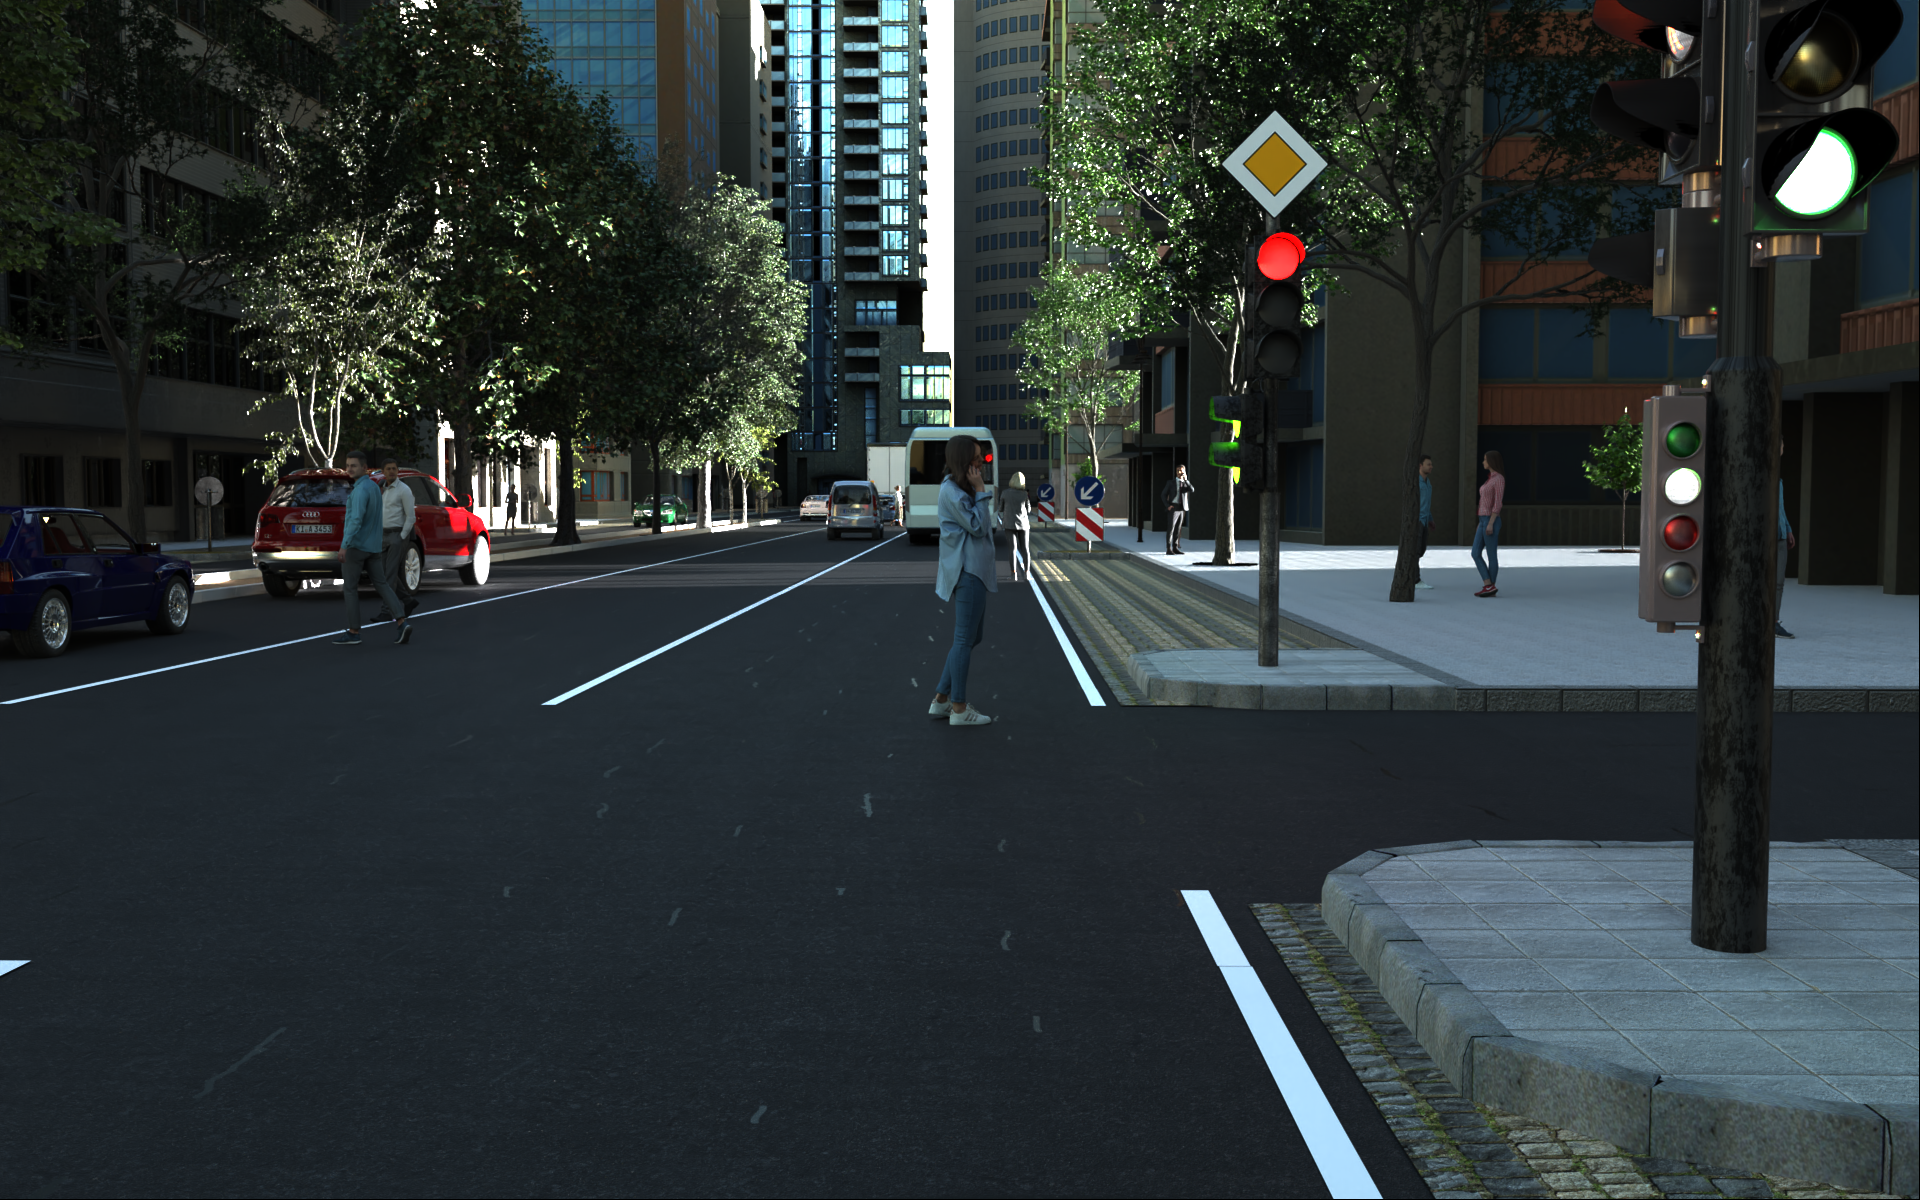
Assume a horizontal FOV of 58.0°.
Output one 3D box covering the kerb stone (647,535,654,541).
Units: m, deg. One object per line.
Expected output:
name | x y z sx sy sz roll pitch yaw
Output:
kerb stone | -9.622 -1.890 53.117 0.120 0.150 1.000 0 4 1

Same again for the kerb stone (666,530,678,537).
kerb stone | -9.557 -2.136 57.213 0.120 0.150 1.000 0 4 1

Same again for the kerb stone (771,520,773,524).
kerb stone | -9.185 -3.711 82.876 0.120 0.150 1.000 0 4 1

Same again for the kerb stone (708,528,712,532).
kerb stone | -9.461 -2.580 64.380 0.120 0.150 1.000 0 4 1

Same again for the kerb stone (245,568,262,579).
kerb stone | -12.093 -0.452 29.580 0.120 0.150 1.000 0 4 1

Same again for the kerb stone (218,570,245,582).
kerb stone | -12.099 -0.389 28.557 0.120 0.150 1.000 0 4 1

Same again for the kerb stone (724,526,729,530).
kerb stone | -9.390 -2.832 68.495 0.120 0.150 1.000 0 4 1

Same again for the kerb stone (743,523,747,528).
kerb stone | -9.309 -3.145 73.612 0.120 0.150 1.000 0 4 1

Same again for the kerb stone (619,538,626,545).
kerb stone | -9.691 -1.641 49.023 0.120 0.150 1.000 0 4 1

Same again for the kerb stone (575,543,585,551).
kerb stone | -9.757 -1.328 43.905 0.120 0.150 1.000 0 4 1

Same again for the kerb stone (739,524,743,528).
kerb stone | -9.330 -3.082 72.585 0.120 0.150 1.000 0 4 1

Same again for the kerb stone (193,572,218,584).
kerb stone | -12.113 -0.327 27.535 0.120 0.150 1.000 0 4 1

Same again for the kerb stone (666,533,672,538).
kerb stone | -9.582 -2.079 56.191 0.120 0.150 1.000 0 4 1

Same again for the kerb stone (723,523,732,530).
kerb stone | -9.381 -2.894 69.518 0.120 0.150 1.000 0 4 1

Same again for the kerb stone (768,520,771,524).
kerb stone | -9.193 -3.649 81.854 0.120 0.150 1.000 0 4 1

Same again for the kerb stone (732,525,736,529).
kerb stone | -9.355 -2.957 70.540 0.120 0.150 1.000 0 4 1

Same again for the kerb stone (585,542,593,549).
kerb stone | -9.752 -1.390 44.928 0.120 0.150 1.000 0 4 1

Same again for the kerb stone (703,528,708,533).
kerb stone | -9.467 -2.517 63.351 0.120 0.150 1.000 0 4 1

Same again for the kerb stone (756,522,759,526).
kerb stone | -9.263 -3.397 77.730 0.120 0.150 1.000 0 4 1

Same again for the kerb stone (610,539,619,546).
kerb stone | -9.697 -1.576 48.001 0.120 0.150 1.000 0 4 1

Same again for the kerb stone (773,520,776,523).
kerb stone | -9.162 -3.773 83.899 0.120 0.150 1.000 0 4 1

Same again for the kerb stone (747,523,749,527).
kerb stone | -9.310 -3.208 74.643 0.120 0.150 1.000 0 4 1

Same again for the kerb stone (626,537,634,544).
kerb stone | -9.667 -1.703 50.045 0.120 0.150 1.000 0 4 1

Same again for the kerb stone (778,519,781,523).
kerb stone | -9.136 -3.893 85.945 0.120 0.150 1.000 0 4 1

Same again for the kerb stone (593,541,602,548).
kerb stone | -9.738 -1.448 45.957 0.120 0.150 1.000 0 4 1

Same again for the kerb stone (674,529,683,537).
kerb stone | -9.545 -2.204 58.235 0.120 0.150 1.000 0 4 1

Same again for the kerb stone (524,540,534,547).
kerb stone | -11.819 -1.516 46.976 0.120 0.150 1.000 0 4 1

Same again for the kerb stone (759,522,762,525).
kerb stone | -9.238 -3.460 78.762 0.120 0.150 1.000 0 4 1

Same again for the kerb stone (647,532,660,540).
kerb stone | -9.616 -1.954 54.139 0.120 0.150 1.000 0 4 1

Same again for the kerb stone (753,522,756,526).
kerb stone | -9.265 -3.334 76.704 0.120 0.150 1.000 0 4 1

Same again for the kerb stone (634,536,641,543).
kerb stone | -9.652 -1.766 51.067 0.120 0.150 1.000 0 4 1

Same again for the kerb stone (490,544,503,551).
kerb stone | -11.859 -1.328 43.909 0.120 0.150 1.000 0 4 1

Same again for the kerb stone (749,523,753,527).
kerb stone | -9.288 -3.270 75.674 0.120 0.150 1.000 0 4 1

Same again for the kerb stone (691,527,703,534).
kerb stone | -9.483 -2.453 62.328 0.120 0.150 1.000 0 4 1

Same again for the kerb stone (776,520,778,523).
kerb stone | -9.145 -3.836 84.921 0.120 0.150 1.000 0 4 1

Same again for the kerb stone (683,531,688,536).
kerb stone | -9.534 -2.264 59.258 0.120 0.150 1.000 0 4 1

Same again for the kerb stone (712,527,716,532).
kerb stone | -9.439 -2.643 65.408 0.120 0.150 1.000 0 4 1

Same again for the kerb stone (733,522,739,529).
kerb stone | -9.350 -3.019 71.562 0.120 0.150 1.000 0 4 1

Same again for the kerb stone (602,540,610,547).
kerb stone | -9.720 -1.515 46.978 0.120 0.150 1.000 0 4 1

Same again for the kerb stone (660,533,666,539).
kerb stone | -9.593 -2.017 55.169 0.120 0.150 1.000 0 4 1

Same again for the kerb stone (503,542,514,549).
kerb stone | -11.844 -1.387 44.931 0.120 0.150 1.000 0 4 1

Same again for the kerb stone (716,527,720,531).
kerb stone | -9.424 -2.704 66.435 0.120 0.150 1.000 0 4 1

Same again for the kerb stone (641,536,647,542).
kerb stone | -9.647 -1.828 52.090 0.120 0.150 1.000 0 4 1

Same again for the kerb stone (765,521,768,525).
kerb stone | -9.214 -3.582 80.823 0.120 0.150 1.000 0 4 1

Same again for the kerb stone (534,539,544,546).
kerb stone | -11.801 -1.579 48.009 0.120 0.150 1.000 0 4 1

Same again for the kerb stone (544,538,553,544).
kerb stone | -11.787 -1.640 49.031 0.120 0.150 1.000 0 4 1

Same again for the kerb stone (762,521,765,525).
kerb stone | -9.222 -3.520 79.801 0.120 0.150 1.000 0 4 1

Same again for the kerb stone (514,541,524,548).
kerb stone | -11.833 -1.453 45.953 0.120 0.150 1.000 0 4 1

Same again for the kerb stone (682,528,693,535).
kerb stone | -9.522 -2.325 60.280 0.120 0.150 1.000 0 4 1

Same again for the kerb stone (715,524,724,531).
kerb stone | -9.413 -2.769 67.469 0.120 0.150 1.000 0 4 1

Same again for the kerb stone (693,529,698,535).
kerb stone | -9.502 -2.392 61.306 0.120 0.150 1.000 0 4 1
